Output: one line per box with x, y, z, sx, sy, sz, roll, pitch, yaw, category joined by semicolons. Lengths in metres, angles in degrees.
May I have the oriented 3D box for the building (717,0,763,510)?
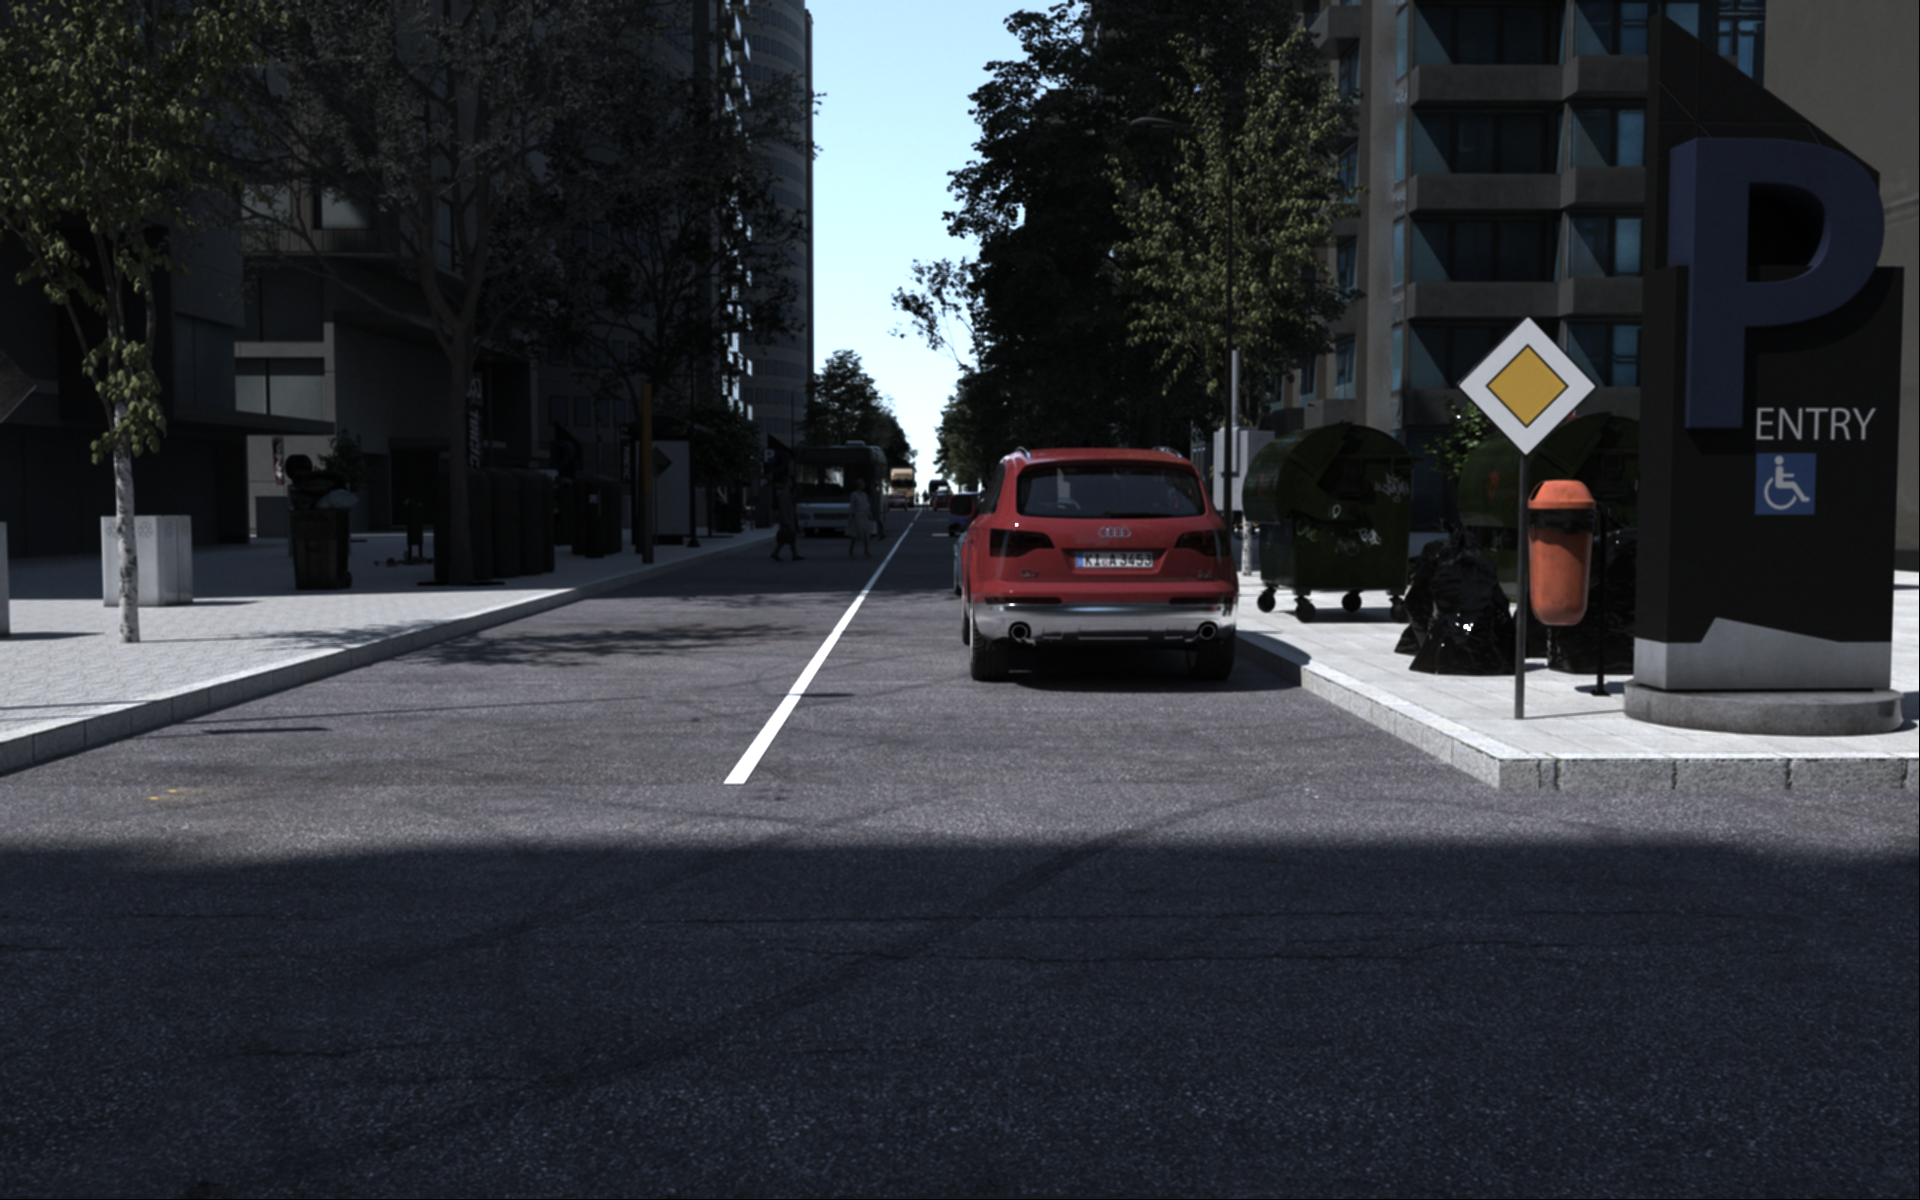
-27.348;-31.041;127.133;23.786;49.044;30.456;0;4;-1;building

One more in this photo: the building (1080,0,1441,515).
21.176;-31.604;136.335;23.786;49.044;30.456;0;4;-1;building

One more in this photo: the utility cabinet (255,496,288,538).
-20.143;-2.428;50.860;1.020;1.237;0.306;1;4;13;utility cabinet

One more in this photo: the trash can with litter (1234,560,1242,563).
4.263;-1.317;32.597;2.233;1.210;1.678;3;5;45;trash can with litter

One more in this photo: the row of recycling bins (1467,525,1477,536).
11.145;-1.649;34.072;1.069;1.692;3.534;-1;4;-16;row of recycling bins

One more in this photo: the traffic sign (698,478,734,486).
-8.390;-3.774;55.579;2.265;3.308;0.079;0;4;6;traffic sign

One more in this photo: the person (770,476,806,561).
-3.685;-1.748;37.184;0.767;1.812;0.694;0;4;0;person

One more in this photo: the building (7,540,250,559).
-29.166;-26.907;29.168;28.713;52.752;27.495;0;4;-1;building

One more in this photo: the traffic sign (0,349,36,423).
-5.558;-0.370;9.691;0.795;2.450;0.064;0;4;-1;traffic sign

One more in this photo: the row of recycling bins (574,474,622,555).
-7.930;-1.885;37.933;1.069;1.692;3.534;-1;4;-8;row of recycling bins

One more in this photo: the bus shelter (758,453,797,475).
-8.095;-5.275;80.170;2.014;3.302;5.546;0;4;-1;bus shelter

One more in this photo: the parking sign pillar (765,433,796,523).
-7.885;-5.366;76.212;1.447;3.967;1.447;1;4;17;parking sign pillar

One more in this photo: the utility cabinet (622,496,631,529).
-12.179;-3.260;64.469;0.306;1.237;1.020;2;4;24;utility cabinet

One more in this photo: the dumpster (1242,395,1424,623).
3.832;-0.944;17.932;1.502;2.255;1.985;0;4;-1;dumpster

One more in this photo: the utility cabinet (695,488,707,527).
-10.035;-3.605;67.616;0.318;1.500;1.173;3;5;40;utility cabinet

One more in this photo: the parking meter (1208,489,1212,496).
10.959;-4.177;76.707;0.372;1.533;0.369;0;3;0;parking meter

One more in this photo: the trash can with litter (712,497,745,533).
-7.753;-2.840;57.821;1.055;1.170;0.624;-2;4;-30;trash can with litter

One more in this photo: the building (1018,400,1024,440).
21.847;-23.569;230.396;27.650;21.520;28.899;0;4;-1;building

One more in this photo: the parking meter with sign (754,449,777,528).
-7.387;-4.237;65.533;0.543;3.016;1.738;0;4;6;parking meter with sign

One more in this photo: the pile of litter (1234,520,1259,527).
11.050;-3.176;65.898;1.719;0.858;1.176;3;5;40;pile of litter

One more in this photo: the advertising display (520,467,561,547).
-10.219;-2.258;42.127;0.974;1.923;0.123;-1;4;-16;advertising display

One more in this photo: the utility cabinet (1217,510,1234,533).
8.637;-2.776;56.549;0.306;1.237;1.020;2;4;30;utility cabinet

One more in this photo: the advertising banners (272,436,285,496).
-19.921;-3.410;51.935;2.074;3.025;0.090;2;4;31;advertising banners

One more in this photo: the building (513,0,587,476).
-25.917;-33.981;97.584;21.231;58.520;28.212;0;4;-1;building

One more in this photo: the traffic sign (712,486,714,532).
-8.348;-3.573;58.523;0.768;2.556;0.104;0;4;1;traffic sign

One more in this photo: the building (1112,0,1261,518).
22.124;-48.432;104.532;22.319;86.520;31.000;0;4;-1;building

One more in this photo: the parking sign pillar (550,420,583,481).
-14.171;-4.518;62.349;1.447;3.967;1.447;2;4;34;parking sign pillar

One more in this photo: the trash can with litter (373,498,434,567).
-10.203;-1.257;31.609;1.678;1.210;2.233;0;4;4;trash can with litter

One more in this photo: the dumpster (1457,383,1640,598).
5.586;-0.819;15.878;1.502;2.255;1.985;0;4;-1;dumpster

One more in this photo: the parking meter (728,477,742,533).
-7.379;-3.128;56.860;0.399;1.863;0.255;1;4;20;parking meter

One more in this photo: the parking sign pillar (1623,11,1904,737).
4.555;-1.302;9.752;1.447;3.967;1.447;0;4;-3;parking sign pillar

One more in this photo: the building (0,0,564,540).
-30.703;-29.073;64.576;28.713;52.752;27.495;0;4;-1;building

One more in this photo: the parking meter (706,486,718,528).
-9.252;-3.601;64.586;0.399;1.863;0.255;-2;4;-28;parking meter

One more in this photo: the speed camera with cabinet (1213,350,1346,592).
4.347;-1.783;23.481;0.660;3.252;2.038;-3;4;-36;speed camera with cabinet

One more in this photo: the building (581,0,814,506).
-27.466;-39.603;189.506;21.231;58.520;28.212;0;4;-1;building

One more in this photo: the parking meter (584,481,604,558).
-7.338;-1.610;34.734;0.372;1.533;0.369;0;3;0;parking meter

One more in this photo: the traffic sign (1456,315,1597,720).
3.185;-0.377;9.810;0.795;2.450;0.064;0;4;-1;traffic sign

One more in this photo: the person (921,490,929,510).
-3.120;-8.986;155.293;0.709;1.838;0.599;0;4;-3;person

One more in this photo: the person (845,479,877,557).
-2.281;-1.887;39.703;0.694;1.780;0.624;-2;4;-29;person

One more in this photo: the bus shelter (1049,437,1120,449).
4.136;-3.973;58.887;2.014;3.302;5.546;0;4;-1;bus shelter

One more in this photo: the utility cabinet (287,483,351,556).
-13.143;-1.641;35.515;1.173;1.500;0.318;0;4;-2;utility cabinet

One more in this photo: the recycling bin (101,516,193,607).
-9.366;-0.454;19.971;0.722;1.027;0.722;0;4;4;recycling bin

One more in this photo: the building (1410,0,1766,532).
24.049;-27.510;69.390;23.786;49.044;30.456;0;4;-1;building

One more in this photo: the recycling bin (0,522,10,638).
-8.954;-0.167;15.292;0.722;1.027;0.722;1;4;11;recycling bin

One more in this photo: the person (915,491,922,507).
-4.639;-10.815;186.107;1.217;1.735;0.721;-2;4;-29;person

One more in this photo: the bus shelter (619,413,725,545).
-7.568;-3.191;46.095;2.014;3.302;5.546;0;4;-1;bus shelter

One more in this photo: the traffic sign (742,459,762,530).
-7.452;-3.780;61.902;0.768;2.556;0.104;1;4;8;traffic sign

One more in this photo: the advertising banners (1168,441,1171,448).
5.642;-3.101;46.888;0.090;3.025;2.074;0;4;6;advertising banners

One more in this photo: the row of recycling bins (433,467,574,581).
-7.202;-1.222;27.095;1.069;1.692;3.534;0;4;6;row of recycling bins

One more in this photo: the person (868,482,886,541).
-2.661;-2.744;53.462;0.767;1.812;0.694;0;4;-4;person

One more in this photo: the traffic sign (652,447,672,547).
-7.378;-2.499;42.052;0.795;2.450;0.064;0;4;1;traffic sign

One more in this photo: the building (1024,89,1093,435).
18.792;-35.512;204.316;21.300;48.544;21.600;0;4;-1;building

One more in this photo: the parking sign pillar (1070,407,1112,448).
4.046;-3.971;53.393;1.447;3.967;1.447;0;4;0;parking sign pillar

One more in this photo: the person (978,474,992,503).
0.541;-1.581;34.353;0.555;1.821;0.388;0;4;8;person

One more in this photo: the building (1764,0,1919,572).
26.200;-24.764;28.598;21.600;48.544;21.300;0;4;-1;building

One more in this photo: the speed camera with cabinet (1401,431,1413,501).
13.261;-3.694;54.729;2.038;3.252;0.660;1;4;16;speed camera with cabinet
